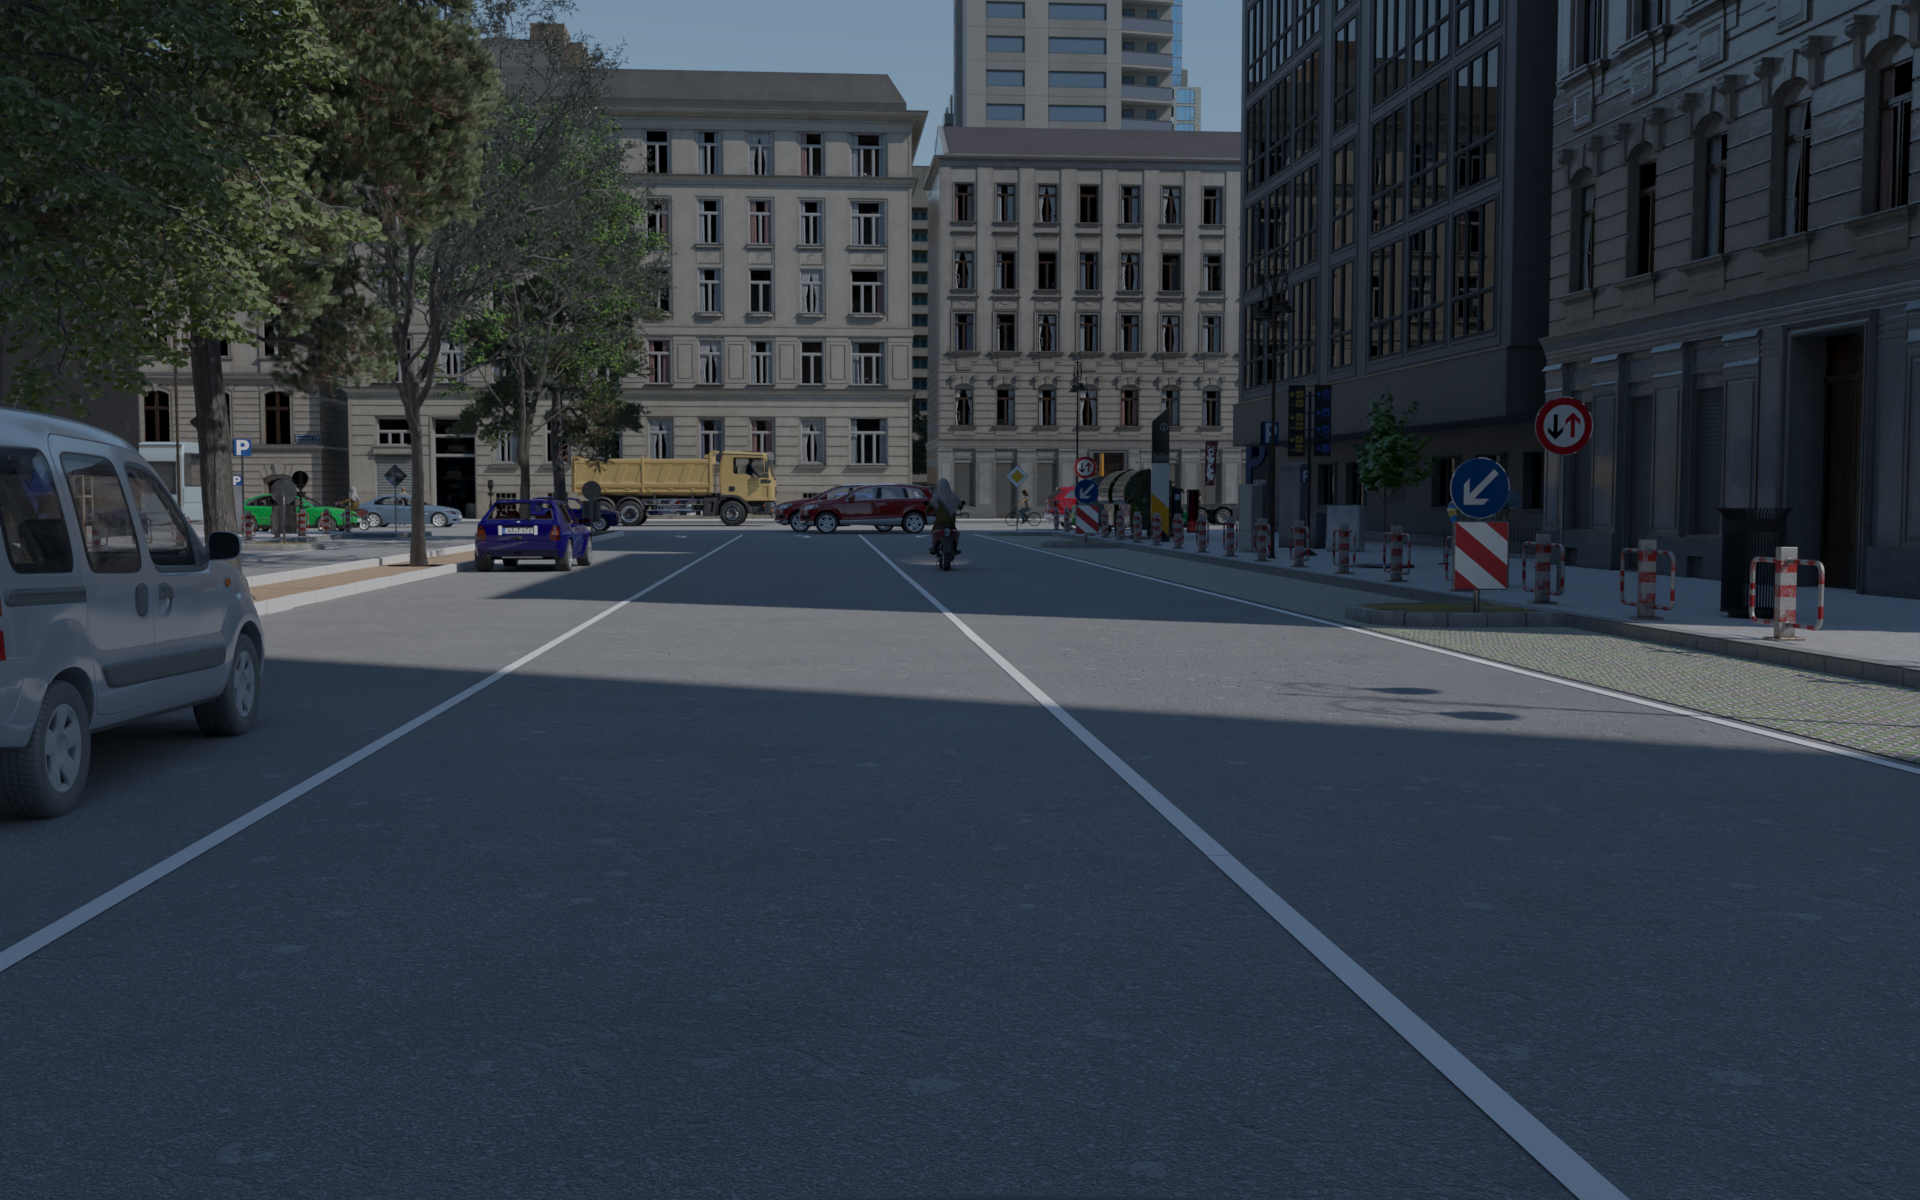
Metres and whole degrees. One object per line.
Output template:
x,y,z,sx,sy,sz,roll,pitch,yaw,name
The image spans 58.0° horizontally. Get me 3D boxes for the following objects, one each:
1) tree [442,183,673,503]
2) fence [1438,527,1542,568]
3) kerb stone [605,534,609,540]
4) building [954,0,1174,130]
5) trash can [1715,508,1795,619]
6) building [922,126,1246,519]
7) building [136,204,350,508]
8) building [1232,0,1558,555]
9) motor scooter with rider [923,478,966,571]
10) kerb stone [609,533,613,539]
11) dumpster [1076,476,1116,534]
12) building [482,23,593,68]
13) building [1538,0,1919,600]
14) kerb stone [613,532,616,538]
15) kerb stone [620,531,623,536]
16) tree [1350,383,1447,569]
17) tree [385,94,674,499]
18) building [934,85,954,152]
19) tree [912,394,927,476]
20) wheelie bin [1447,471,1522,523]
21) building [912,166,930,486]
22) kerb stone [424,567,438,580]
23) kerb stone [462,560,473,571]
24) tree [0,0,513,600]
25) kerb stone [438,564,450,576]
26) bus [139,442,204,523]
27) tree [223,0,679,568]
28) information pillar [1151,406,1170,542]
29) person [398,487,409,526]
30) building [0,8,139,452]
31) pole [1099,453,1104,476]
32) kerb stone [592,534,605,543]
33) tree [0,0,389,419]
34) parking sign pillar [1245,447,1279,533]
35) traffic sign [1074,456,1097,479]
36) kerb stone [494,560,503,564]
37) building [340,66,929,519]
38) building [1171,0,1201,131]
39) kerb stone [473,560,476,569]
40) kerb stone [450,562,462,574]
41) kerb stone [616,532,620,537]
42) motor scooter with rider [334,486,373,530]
-12.347,-7.857,52.972,6.751,12.117,7.091,0,3,0,tree
9.457,-0.945,30.829,0.278,0.683,2.069,-3,5,-39,fence
-11.143,-1.943,53.973,0.120,0.150,1.000,0,4,-5,kerb stone
9.862,-38.425,170.254,21.231,58.520,28.212,0,4,-5,building
8.229,-0.386,17.970,0.748,1.137,0.748,0,3,0,trash can
7.351,-14.986,94.171,18.267,20.994,9.793,0,4,-5,building
-49.903,-16.669,91.618,34.723,24.649,14.460,0,4,-5,building
16.678,-15.325,44.066,14.314,27.812,24.014,0,4,-5,building
-0.257,-1.464,32.898,0.876,1.779,1.986,0,4,-3,motor scooter with rider
-11.233,-2.006,54.996,0.120,0.150,1.000,0,4,-5,kerb stone
4.520,-3.105,56.525,1.264,1.857,1.865,0,4,-5,dumpster
-42.669,-31.749,169.209,14.600,45.320,14.200,0,4,-5,building
16.103,-10.625,22.865,9.793,20.994,18.267,0,4,-5,building
-11.327,-2.069,56.019,0.120,0.150,1.000,0,4,-5,kerb stone
-11.495,-2.193,58.065,0.120,0.150,1.000,0,4,-5,kerb stone
7.362,-2.170,30.075,1.663,3.219,1.824,0,3,0,tree
-11.226,-7.120,44.627,9.928,11.665,9.643,0,3,0,tree
8.680,-35.488,199.833,23.786,49.044,30.456,0,4,-5,building
-6.698,-17.315,190.518,7.806,13.903,7.818,0,3,0,tree
7.241,-0.978,23.899,0.980,1.594,0.693,1,4,9,wheelie bin
-4.858,-38.796,258.019,21.600,48.544,21.300,0,4,-5,building
-9.066,-0.432,29.346,0.120,0.150,1.000,0,4,-5,kerb stone
-9.327,-0.622,32.433,0.120,0.150,1.000,0,4,-5,kerb stone
-9.985,-6.907,22.804,7.806,13.903,7.818,0,3,0,tree
-9.156,-0.499,30.371,0.120,0.150,1.000,0,4,-5,kerb stone
-33.979,-4.084,61.631,13.247,3.499,2.948,0,4,-4,bus
-10.607,-7.383,33.534,12.009,13.543,11.850,0,3,0,tree
5.371,-3.362,46.323,0.504,3.616,0.183,0,4,-3,information pillar
-25.373,-4.277,78.980,0.519,1.759,0.362,-2,4,-32,person
-32.512,-13.214,45.734,15.834,23.373,12.332,0,4,-5,building
7.110,-5.701,87.059,0.158,3.312,0.155,0,3,0,pole
-11.062,-1.879,52.951,0.120,0.150,1.000,0,4,-5,kerb stone
-8.633,-5.787,15.199,7.486,12.596,7.792,0,3,0,tree
10.124,-4.259,58.101,1.447,3.967,1.447,-2,4,-26,parking sign pillar
4.201,-3.552,58.179,0.768,2.556,0.104,0,4,-1,traffic sign
-9.681,-0.875,36.545,0.120,0.150,1.000,0,4,-5,kerb stone
-17.242,-16.015,95.136,30.059,22.955,16.112,0,4,-5,building
21.803,-57.979,260.630,31.000,86.520,22.319,0,4,-5,building
-9.413,-0.687,33.458,0.120,0.150,1.000,0,4,-5,kerb stone
-9.241,-0.563,31.404,0.120,0.150,1.000,0,4,-5,kerb stone
-11.412,-2.131,57.043,0.120,0.150,1.000,0,4,-5,kerb stone
-24.098,-3.617,68.102,1.986,1.779,0.876,0,4,-4,motor scooter with rider
